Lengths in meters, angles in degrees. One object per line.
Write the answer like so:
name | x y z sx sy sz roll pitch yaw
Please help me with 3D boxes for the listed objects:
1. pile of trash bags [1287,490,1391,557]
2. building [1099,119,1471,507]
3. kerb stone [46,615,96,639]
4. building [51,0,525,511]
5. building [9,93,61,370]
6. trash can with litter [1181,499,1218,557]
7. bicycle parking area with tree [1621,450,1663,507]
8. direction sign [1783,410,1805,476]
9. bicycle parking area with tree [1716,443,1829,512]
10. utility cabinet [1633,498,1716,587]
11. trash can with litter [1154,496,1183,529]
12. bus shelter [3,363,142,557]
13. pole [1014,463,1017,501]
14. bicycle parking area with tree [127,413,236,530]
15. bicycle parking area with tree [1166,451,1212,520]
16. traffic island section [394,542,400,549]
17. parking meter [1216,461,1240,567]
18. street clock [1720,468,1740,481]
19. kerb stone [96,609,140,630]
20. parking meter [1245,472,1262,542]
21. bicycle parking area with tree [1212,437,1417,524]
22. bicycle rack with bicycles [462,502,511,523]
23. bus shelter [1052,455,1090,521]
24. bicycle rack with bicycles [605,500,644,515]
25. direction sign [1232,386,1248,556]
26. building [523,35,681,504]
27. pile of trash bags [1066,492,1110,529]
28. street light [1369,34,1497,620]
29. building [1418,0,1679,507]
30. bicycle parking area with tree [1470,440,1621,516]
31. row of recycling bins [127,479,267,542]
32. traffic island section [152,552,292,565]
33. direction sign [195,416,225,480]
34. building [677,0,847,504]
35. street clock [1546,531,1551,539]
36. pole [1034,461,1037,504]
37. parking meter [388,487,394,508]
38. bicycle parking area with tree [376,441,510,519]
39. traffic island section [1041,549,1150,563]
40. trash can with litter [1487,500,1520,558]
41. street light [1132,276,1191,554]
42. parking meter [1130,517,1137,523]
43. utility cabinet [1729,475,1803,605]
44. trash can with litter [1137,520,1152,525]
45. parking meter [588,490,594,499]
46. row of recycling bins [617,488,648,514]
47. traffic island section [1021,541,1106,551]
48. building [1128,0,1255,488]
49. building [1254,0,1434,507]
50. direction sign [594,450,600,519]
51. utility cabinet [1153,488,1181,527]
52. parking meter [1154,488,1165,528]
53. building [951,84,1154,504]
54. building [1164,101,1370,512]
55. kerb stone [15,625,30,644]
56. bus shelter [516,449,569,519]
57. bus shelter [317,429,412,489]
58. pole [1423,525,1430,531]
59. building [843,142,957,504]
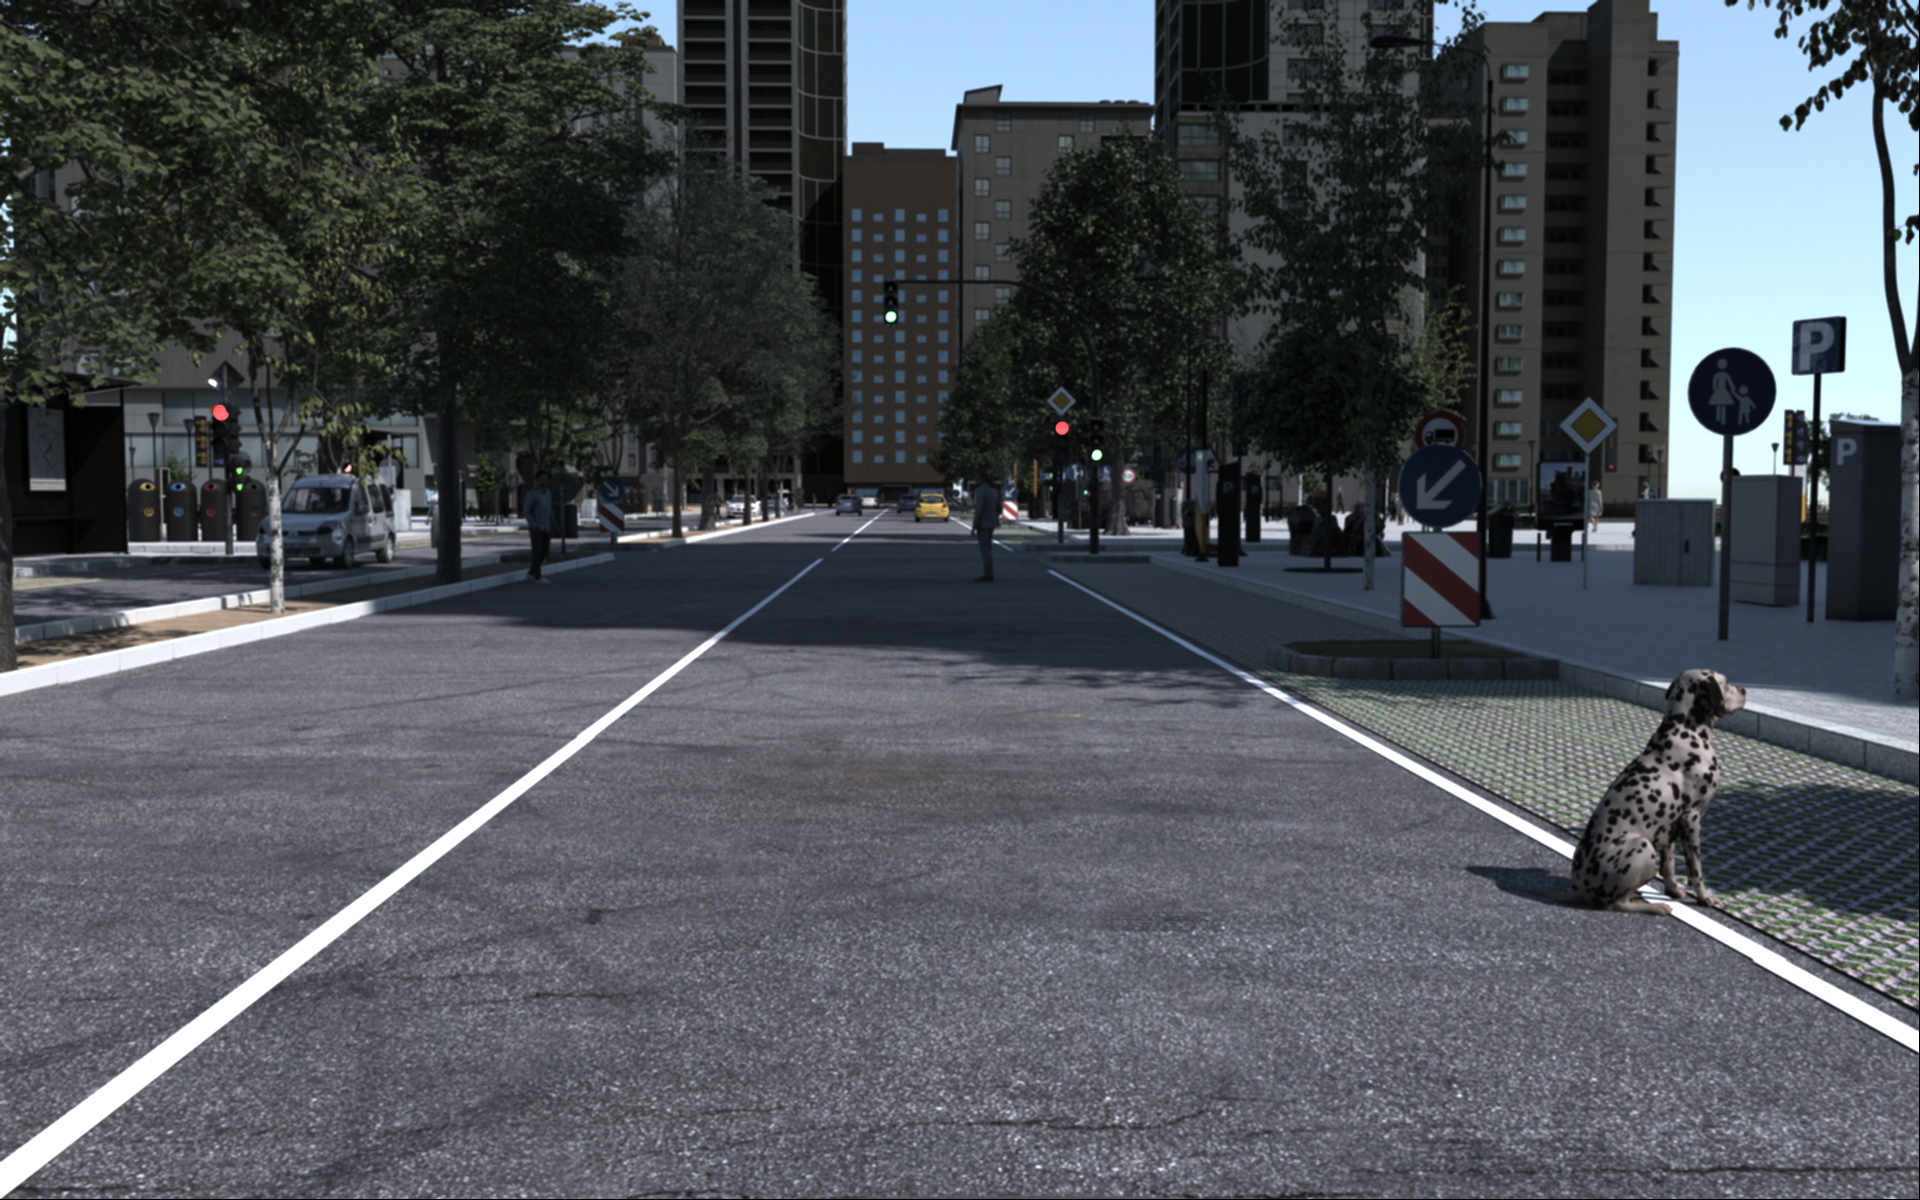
pile of trash bags | 7.874 -1.648 36.692 1.912 1.369 3.447 0 3 0
building | 30.614 -29.294 170.844 32.217 40.220 23.993 0 4 -2
kerb stone | -9.071 0.288 17.525 0.120 0.150 1.000 0 4 -2
building | -48.924 -33.169 131.557 28.713 52.752 27.495 0 4 -2
building | -72.122 -28.819 163.068 23.993 40.220 32.217 0 4 -2
trash can with litter | 5.004 -1.473 35.475 0.624 1.170 1.055 -2 4 -28
bicycle parking area with tree | 46.249 -7.880 115.841 9.016 4.147 8.231 2 4 28
direction sign | 22.458 -3.346 46.700 0.876 3.537 0.379 -2 4 -33
bicycle parking area with tree | 48.923 -7.220 105.044 8.231 4.147 9.016 0 4 4
utility cabinet | 10.039 -0.806 24.342 1.020 1.237 0.306 2 4 34
trash can with litter | 8.024 -3.238 64.005 1.678 1.210 2.233 1 4 15
bus shelter | -18.069 -2.590 33.628 1.731 3.624 6.357 0 4 -2
pole | 3.655 -7.380 114.507 0.158 3.312 0.155 0 3 0
bicycle parking area with tree | -29.182 -4.704 63.911 9.016 4.147 8.231 0 4 2
bicycle parking area with tree | 13.617 -6.131 87.246 8.231 4.147 9.016 1 4 12
traffic island section | -15.686 -1.362 44.555 2.009 0.180 2.903 0 4 -2
parking meter | 4.736 -1.526 30.664 0.399 1.863 0.255 1 4 13
street clock | 21.320 -2.655 47.980 0.471 2.002 0.358 -1 4 -12
kerb stone | -9.100 0.225 18.551 0.120 0.150 1.000 0 4 -2
parking meter | 7.804 -2.464 45.993 0.399 1.863 0.255 0 4 -6
bicycle parking area with tree | 16.557 -5.581 78.254 8.231 4.147 9.016 1 4 20
bicycle rack with bicycles | -21.423 -3.906 77.245 2.852 0.926 2.925 -2 4 -25
bus shelter | 5.100 -5.535 81.782 1.731 3.624 6.357 0 4 -2
bicycle rack with bicycles | -20.669 -5.605 105.017 2.925 0.926 2.852 -1 4 -14
direction sign | 5.785 -2.681 35.839 0.379 3.537 0.876 -1 4 -10
building | -49.626 -41.830 225.925 28.212 58.520 21.231 0 4 -2
pile of trash bags | 4.880 -3.340 64.366 1.912 1.369 3.447 0 4 1
street light | 4.831 -2.762 17.694 1.470 5.913 1.316 0 4 -2
building | 58.798 -33.569 172.553 21.600 48.544 21.300 0 4 -2
bicycle parking area with tree | 29.918 -6.621 95.254 9.016 4.147 8.231 0 4 -6
row of recycling bins | -20.531 -2.418 46.641 3.534 1.692 1.069 -1 4 -12
traffic island section | -15.444 -0.874 36.574 2.009 0.180 2.903 0 4 -2
direction sign | -21.822 -3.574 50.435 0.379 3.537 0.876 3 4 36
building | -25.200 -48.146 225.434 20.611 71.187 20.563 0 4 -2
street clock | 16.730 -2.717 48.996 0.358 2.002 0.471 -2 4 -27
pole | 4.113 -6.162 94.587 0.158 3.312 0.155 0 3 0
parking meter | -18.652 -2.938 56.439 0.372 1.533 0.369 0 3 0
bicycle parking area with tree | -27.744 -6.325 90.412 8.231 4.147 9.016 0 4 7
traffic island section | 2.889 -0.908 37.122 2.009 0.180 2.903 0 4 -2
trash can with litter | 10.634 -1.428 34.737 1.055 1.170 0.624 0 4 -8
street light | 4.358 -3.945 37.040 1.470 5.913 1.316 0 4 -2
parking meter | 7.728 -4.204 77.139 0.372 1.533 0.369 0 3 0
utility cabinet | 9.378 -0.705 20.200 0.318 1.500 1.173 0 4 -2
trash can with litter | 7.754 -3.672 71.429 1.055 1.170 0.624 -1 4 -15
parking meter | -24.112 -6.415 113.299 0.372 1.533 0.369 0 3 0
row of recycling bins | -21.792 -6.521 113.725 1.069 1.692 3.534 2 4 25
traffic island section | 2.647 -1.396 45.104 2.009 0.180 2.903 0 4 -2
building | 25.972 -43.378 147.489 20.563 71.187 20.611 0 4 -2
building | 51.261 -48.306 228.062 20.611 71.187 20.563 0 4 -2
direction sign | -18.765 -5.977 89.714 0.379 3.537 0.876 -2 4 -29
utility cabinet | 8.032 -3.579 67.192 0.318 1.500 1.173 -3 5 -45
parking meter | 7.647 -3.546 66.387 0.372 1.533 0.369 0 3 0
building | 12.889 -39.310 231.962 27.495 52.752 28.713 0 4 -2
building | 22.324 -21.993 131.287 14.160 30.474 14.107 0 4 -2
kerb stone | -9.049 0.348 16.504 0.120 0.150 1.000 0 4 -2
bus shelter | -22.192 -6.192 92.520 1.731 3.624 6.357 0 4 -2
bus shelter | -22.420 -4.540 65.512 1.731 3.624 6.357 0 4 -2
pole | 13.286 -3.391 49.279 0.158 3.312 0.155 0 3 0
building | -7.710 -35.082 223.702 14.200 45.320 14.600 0 4 -2
